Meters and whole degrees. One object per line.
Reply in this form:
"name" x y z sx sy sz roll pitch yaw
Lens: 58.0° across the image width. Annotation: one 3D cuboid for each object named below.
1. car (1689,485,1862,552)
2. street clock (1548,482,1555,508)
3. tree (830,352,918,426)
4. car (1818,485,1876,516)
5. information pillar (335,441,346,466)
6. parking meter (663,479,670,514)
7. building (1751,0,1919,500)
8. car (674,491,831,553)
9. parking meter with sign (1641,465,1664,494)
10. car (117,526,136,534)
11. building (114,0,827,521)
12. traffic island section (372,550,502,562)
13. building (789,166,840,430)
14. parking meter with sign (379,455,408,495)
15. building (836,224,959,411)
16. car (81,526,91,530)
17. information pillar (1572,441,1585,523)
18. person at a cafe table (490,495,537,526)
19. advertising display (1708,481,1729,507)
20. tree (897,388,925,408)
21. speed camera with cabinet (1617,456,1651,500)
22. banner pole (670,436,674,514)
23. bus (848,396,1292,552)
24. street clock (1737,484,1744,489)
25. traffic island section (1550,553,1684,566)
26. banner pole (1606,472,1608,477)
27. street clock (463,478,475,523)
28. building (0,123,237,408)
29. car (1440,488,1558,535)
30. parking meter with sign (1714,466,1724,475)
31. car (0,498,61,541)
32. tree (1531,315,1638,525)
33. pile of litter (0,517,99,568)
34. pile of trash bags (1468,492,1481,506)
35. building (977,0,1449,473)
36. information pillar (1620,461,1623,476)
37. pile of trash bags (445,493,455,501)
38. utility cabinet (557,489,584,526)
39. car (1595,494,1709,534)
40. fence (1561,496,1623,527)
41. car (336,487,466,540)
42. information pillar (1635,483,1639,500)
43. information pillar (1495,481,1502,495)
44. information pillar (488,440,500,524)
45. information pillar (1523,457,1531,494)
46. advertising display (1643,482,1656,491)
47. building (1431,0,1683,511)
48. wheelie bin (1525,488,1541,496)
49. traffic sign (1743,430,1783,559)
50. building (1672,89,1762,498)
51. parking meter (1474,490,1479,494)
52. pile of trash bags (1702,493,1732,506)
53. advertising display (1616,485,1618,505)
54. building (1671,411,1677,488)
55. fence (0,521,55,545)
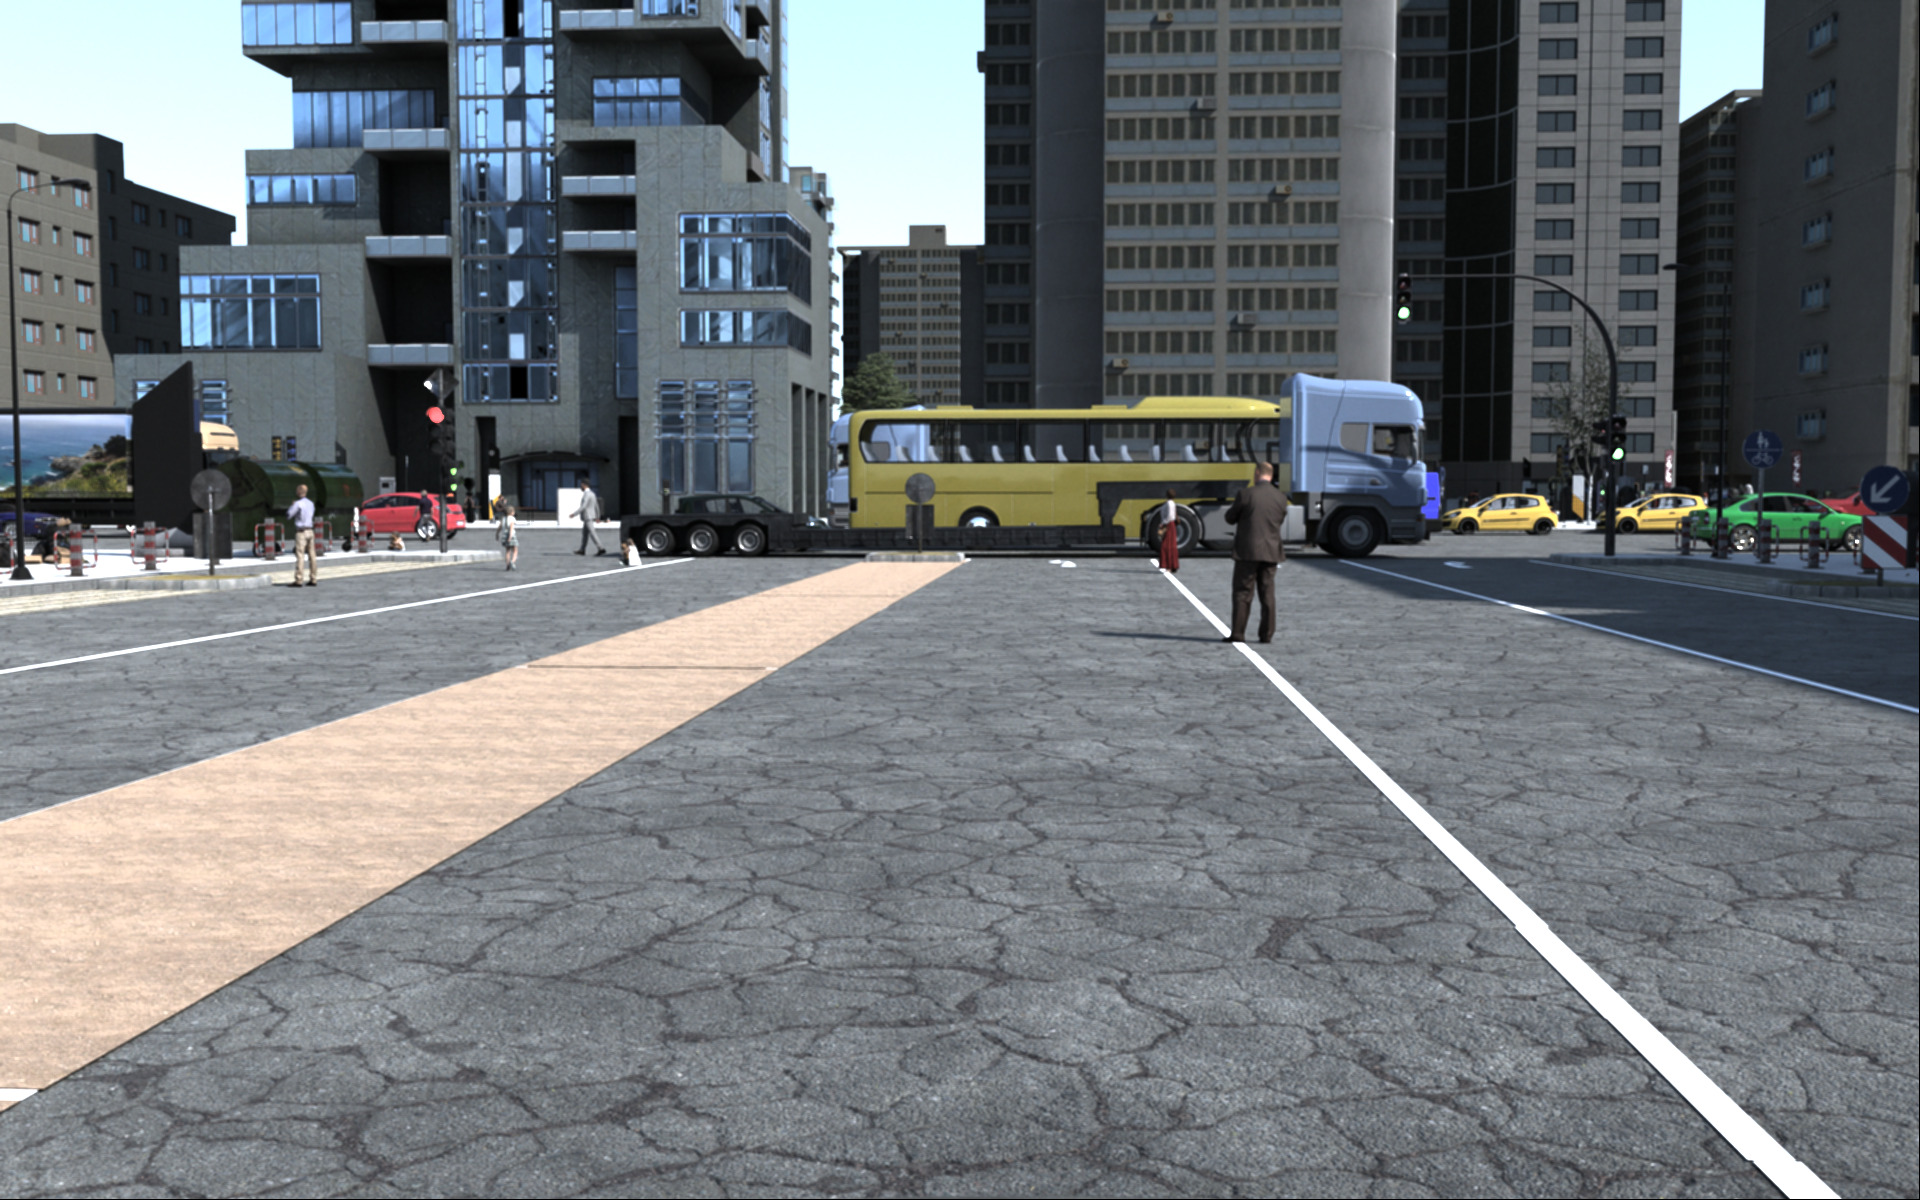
"car" 20.767 -2.122 43.498 4.718 1.807 1.959 0 4 4
"street clock" 36.919 -6.331 108.084 0.358 2.002 0.471 3 5 45
"tree" -6.922 -13.511 139.031 7.486 12.596 7.792 0 3 0
"car" 32.074 -3.208 61.120 5.304 1.827 2.281 0 4 3
"information pillar" -27.214 -5.186 76.138 0.504 3.616 0.183 1 4 14
"parking meter" -11.553 -3.819 68.159 0.255 1.863 0.399 -1 4 -15
"building" 50.800 -28.060 82.489 21.600 48.544 21.300 0 4 4
"car" -5.290 -2.041 43.163 4.222 1.686 2.009 0 4 5
"parking meter with sign" 41.528 -6.547 103.297 0.543 3.016 1.738 -2 4 -32
"car" -27.957 -3.249 62.167 4.494 1.783 2.155 0 4 4
"building" -22.704 -47.394 87.561 31.000 86.520 22.319 0 4 4
"traffic island section" -11.251 -0.942 37.685 2.009 0.180 2.903 0 4 4
"building" -32.543 -38.583 250.445 30.456 49.044 23.786 0 4 4
"parking meter with sign" -25.862 -5.012 78.215 1.738 3.016 0.543 -1 4 -13
"building" -4.752 -34.291 252.539 23.993 40.220 32.217 0 4 4
"car" -34.113 -3.276 63.792 3.980 1.641 2.015 0 4 3
"information pillar" 27.243 -5.191 76.235 0.504 3.616 0.183 2 4 24
"person at a cafe table" -18.353 -3.681 71.039 1.726 1.238 1.698 0 4 -5
"advertising display" 37.557 -4.928 85.786 0.974 1.923 0.123 0 4 5
"tree" -4.937 -13.322 152.228 7.601 10.594 8.767 2 4 30
"speed camera with cabinet" 34.995 -5.807 89.279 0.660 3.252 2.038 -3 5 -42
"banner pole" -12.448 -5.200 75.032 0.401 3.779 0.863 0 4 -5
"bus" 3.358 -3.233 44.414 12.252 3.916 2.896 0 4 3
"street clock" 56.841 -7.439 126.196 0.471 2.002 0.358 -2 4 -27
"traffic island section" 13.476 -0.833 35.902 2.009 0.180 2.903 0 4 4
"banner pole" 44.861 -7.943 119.876 0.401 3.779 0.863 3 5 43
"street clock" -21.627 -4.391 76.356 0.471 2.002 0.358 1 4 20
"building" -60.339 -15.304 95.256 28.899 21.520 27.650 0 4 4
"car" 18.918 -3.101 60.921 3.980 1.641 2.015 0 4 4
"parking meter with sign" 47.470 -6.852 108.287 0.543 3.016 1.738 2 4 26
"car" -29.978 -2.507 53.565 3.894 1.354 1.945 0 4 3
"tree" 26.003 -7.415 71.600 4.360 8.622 3.978 0 3 0
"pile of litter" -16.718 -1.094 31.860 1.719 0.858 1.176 2 4 27
"pile of trash bags" 28.278 -4.932 90.396 3.447 1.369 1.912 1 4 21
"building" 13.211 -24.564 93.496 23.993 40.220 32.217 0 4 4
"information pillar" 40.073 -6.951 105.007 0.183 3.616 0.504 1 4 11
"pile of trash bags" -22.848 -3.858 72.824 3.447 1.369 1.912 1 4 11
"utility cabinet" -15.538 -3.716 69.435 1.173 1.500 0.318 -2 4 -26
"car" 24.893 -3.174 62.125 3.980 1.641 2.015 0 4 3
"fence" 24.378 -3.394 66.698 2.264 1.192 0.480 2 4 23
"car" -17.969 -2.799 54.802 4.494 1.783 2.155 0 4 4
"information pillar" 45.694 -6.890 117.151 0.304 2.012 0.304 1 4 13
"information pillar" 30.605 -5.747 98.461 0.304 2.012 0.304 2 4 27
"information pillar" -20.178 -5.118 75.026 0.504 3.616 0.183 -1 4 -18
"information pillar" 35.733 -7.211 109.254 0.504 3.616 0.183 0 4 -6
"advertising display" 38.203 -5.554 96.019 0.974 1.923 0.123 -2 4 -32
"building" 44.964 -43.011 141.482 20.563 71.187 20.611 0 4 4
"wheelie bin" 31.932 -5.434 96.760 0.980 1.594 0.693 2 4 32
"traffic sign" 15.850 -2.091 34.289 0.768 2.556 0.104 0 4 4
"building" 78.485 -28.820 163.080 23.993 40.220 32.217 0 4 4
"parking meter" 33.101 -6.280 111.092 0.372 1.533 0.369 0 3 0
"pile of trash bags" 44.157 -5.624 101.699 1.912 1.369 3.447 -1 4 -11
"advertising display" 44.928 -6.883 117.749 0.974 1.923 0.123 3 5 40
"building" 50.598 -35.330 166.892 28.713 52.752 27.495 0 4 4
"fence" -20.727 -1.408 38.404 0.278 0.683 2.069 3 5 45
